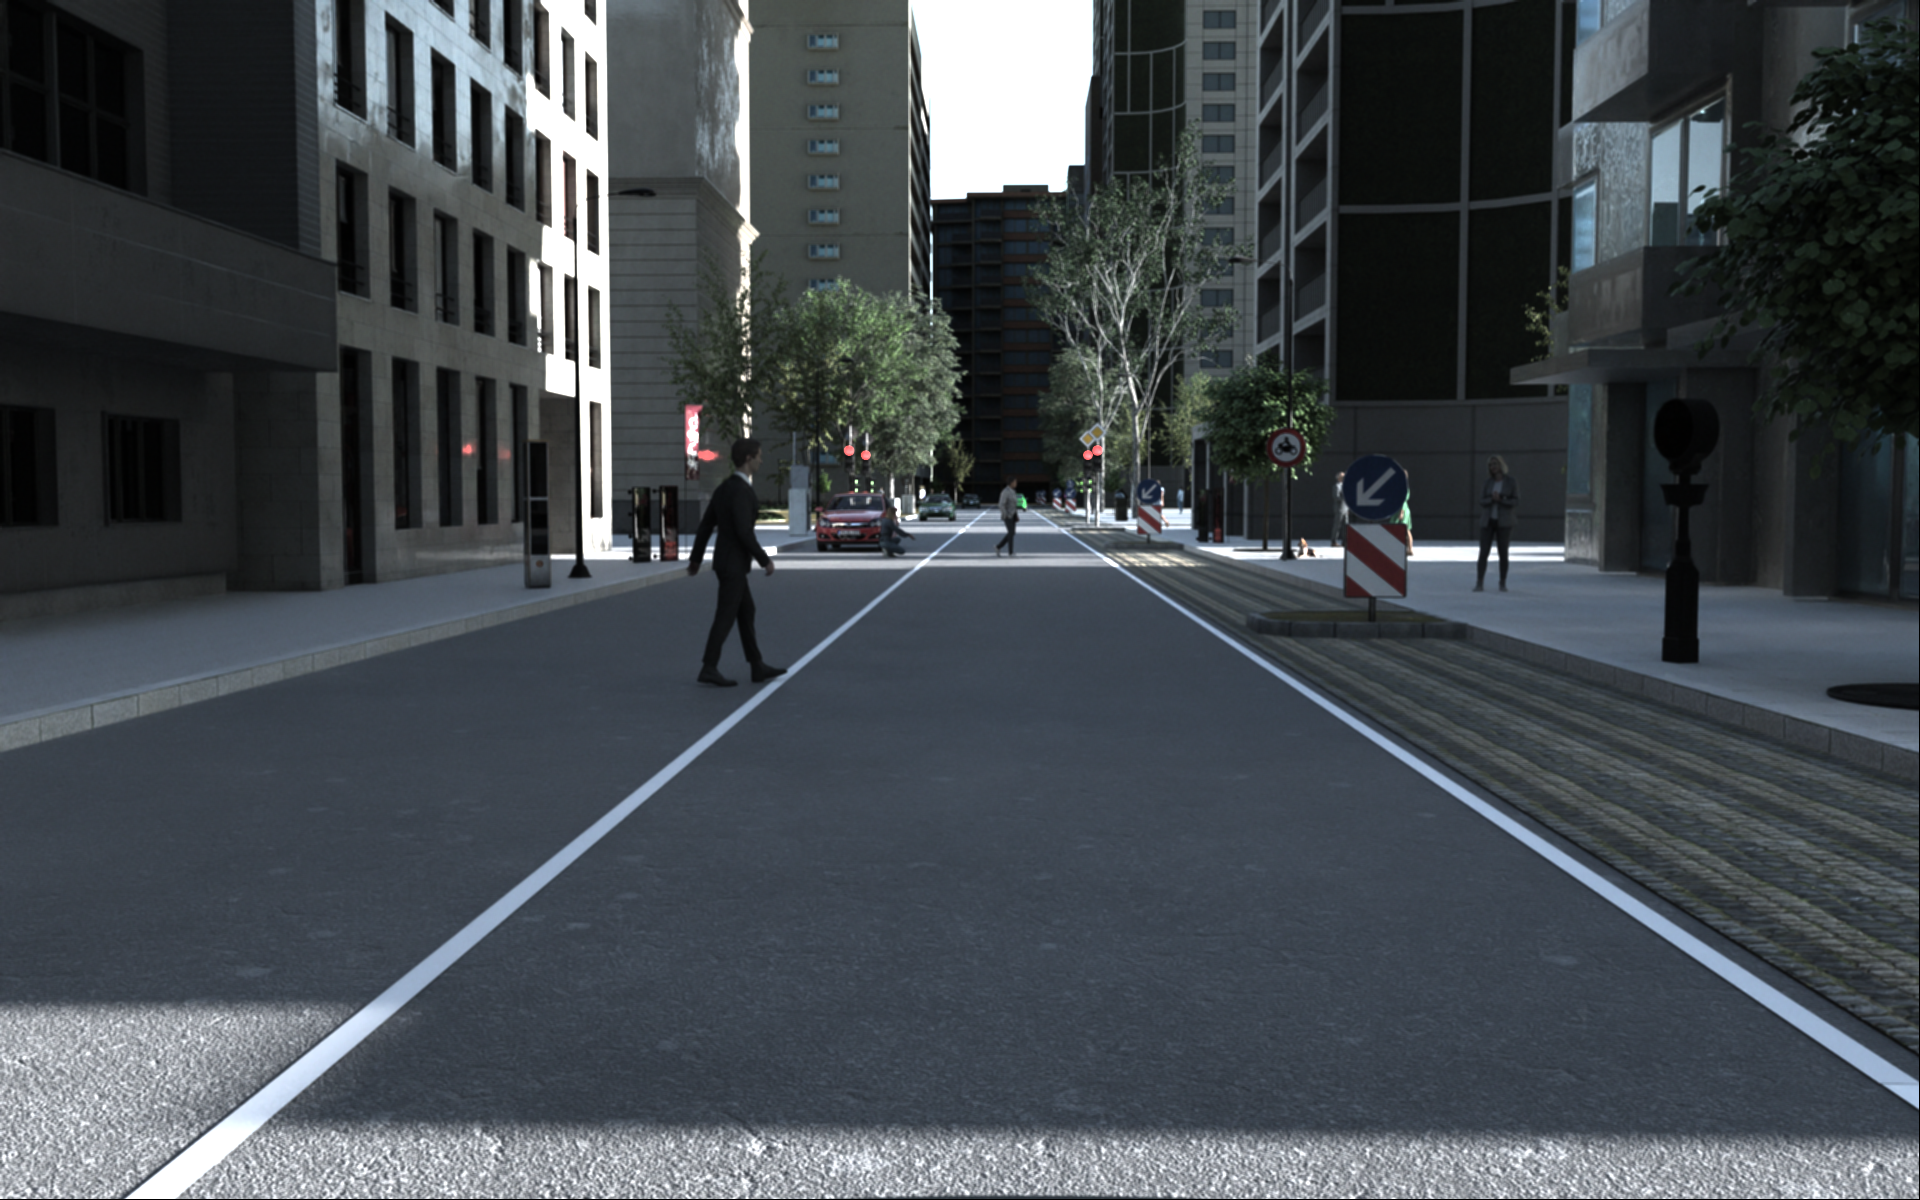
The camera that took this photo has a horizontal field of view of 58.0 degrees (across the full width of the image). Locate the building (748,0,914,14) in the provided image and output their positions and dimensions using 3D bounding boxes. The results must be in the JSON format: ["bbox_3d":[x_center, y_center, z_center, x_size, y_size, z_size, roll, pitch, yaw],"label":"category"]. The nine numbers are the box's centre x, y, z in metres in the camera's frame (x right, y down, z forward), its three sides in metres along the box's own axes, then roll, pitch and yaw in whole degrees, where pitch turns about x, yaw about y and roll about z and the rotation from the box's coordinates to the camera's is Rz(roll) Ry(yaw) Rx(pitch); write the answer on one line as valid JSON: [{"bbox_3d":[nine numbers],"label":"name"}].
[{"bbox_3d":[-14.769,-32.930,162.107,21.300,48.544,21.600,0,4,2],"label":"building"}]

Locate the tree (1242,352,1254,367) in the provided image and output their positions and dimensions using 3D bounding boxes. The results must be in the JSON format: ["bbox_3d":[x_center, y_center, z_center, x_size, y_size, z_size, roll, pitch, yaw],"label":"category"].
[{"bbox_3d":[14.352,-7.781,77.576,4.360,8.622,3.978,0,3,0],"label":"tree"}]

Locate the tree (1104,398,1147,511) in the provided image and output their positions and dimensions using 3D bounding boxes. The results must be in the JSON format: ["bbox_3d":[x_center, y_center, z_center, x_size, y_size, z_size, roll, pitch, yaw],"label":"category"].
[{"bbox_3d":[13.072,-11.112,132.036,4.737,8.622,4.395,0,3,0],"label":"tree"}]

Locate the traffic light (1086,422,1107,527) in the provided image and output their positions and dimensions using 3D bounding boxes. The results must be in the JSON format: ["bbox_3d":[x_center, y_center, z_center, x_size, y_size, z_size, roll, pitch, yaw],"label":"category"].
[{"bbox_3d":[5.348,-4.827,67.843,0.839,4.253,0.868,0,4,2],"label":"traffic light"}]

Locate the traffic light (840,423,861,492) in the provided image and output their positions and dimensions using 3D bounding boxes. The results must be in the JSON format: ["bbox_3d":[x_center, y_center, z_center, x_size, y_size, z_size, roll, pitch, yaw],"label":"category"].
[{"bbox_3d":[-4.310,-4.842,68.089,0.839,4.253,0.868,0,4,2],"label":"traffic light"}]

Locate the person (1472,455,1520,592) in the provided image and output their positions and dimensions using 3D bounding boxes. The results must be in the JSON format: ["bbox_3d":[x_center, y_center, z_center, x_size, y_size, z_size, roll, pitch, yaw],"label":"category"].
[{"bbox_3d":[7.071,-1.012,22.769,0.537,1.800,0.526,3,4,38],"label":"person"}]

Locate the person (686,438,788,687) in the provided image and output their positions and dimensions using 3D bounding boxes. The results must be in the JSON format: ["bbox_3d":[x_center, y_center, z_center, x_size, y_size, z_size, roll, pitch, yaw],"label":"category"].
[{"bbox_3d":[-1.627,-0.289,13.009,0.755,1.850,0.659,-2,4,-24],"label":"person"}]

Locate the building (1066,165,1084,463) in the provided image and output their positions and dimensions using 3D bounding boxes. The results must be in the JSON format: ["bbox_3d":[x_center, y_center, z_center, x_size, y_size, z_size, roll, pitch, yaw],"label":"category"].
[{"bbox_3d":[20.299,-32.644,217.322,14.154,41.232,14.086,0,4,2],"label":"building"}]

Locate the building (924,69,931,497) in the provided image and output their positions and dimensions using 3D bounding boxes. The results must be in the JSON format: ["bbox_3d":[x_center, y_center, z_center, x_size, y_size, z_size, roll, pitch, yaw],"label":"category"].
[{"bbox_3d":[-14.197,-34.248,183.659,21.300,48.544,21.600,0,4,2],"label":"building"}]

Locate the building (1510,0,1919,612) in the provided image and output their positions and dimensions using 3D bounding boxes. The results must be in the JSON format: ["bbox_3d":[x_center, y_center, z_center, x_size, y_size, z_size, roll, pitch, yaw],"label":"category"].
[{"bbox_3d":[20.419,-24.349,17.720,23.786,49.044,30.456,0,4,2],"label":"building"}]

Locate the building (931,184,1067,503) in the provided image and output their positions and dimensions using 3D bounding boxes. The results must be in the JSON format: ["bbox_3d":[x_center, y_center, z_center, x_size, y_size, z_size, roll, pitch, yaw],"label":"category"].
[{"bbox_3d":[8.614,-36.257,247.433,28.867,44.769,22.147,0,4,2],"label":"building"}]

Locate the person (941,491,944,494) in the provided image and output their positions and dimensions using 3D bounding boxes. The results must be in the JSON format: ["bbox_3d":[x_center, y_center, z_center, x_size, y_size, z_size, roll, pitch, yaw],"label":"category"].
[{"bbox_3d":[-2.121,-13.437,225.607,0.709,1.838,0.599,-3,4,-37],"label":"person"}]

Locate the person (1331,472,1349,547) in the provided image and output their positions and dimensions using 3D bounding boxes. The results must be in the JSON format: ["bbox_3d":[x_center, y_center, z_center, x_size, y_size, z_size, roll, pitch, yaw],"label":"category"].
[{"bbox_3d":[9.252,-2.173,41.749,0.590,1.801,0.661,2,4,30],"label":"person"}]

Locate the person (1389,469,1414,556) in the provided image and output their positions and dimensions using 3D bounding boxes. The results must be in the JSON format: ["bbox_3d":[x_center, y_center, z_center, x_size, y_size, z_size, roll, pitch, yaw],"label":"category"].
[{"bbox_3d":[9.177,-1.813,35.930,0.529,1.795,0.600,0,4,-2],"label":"person"}]

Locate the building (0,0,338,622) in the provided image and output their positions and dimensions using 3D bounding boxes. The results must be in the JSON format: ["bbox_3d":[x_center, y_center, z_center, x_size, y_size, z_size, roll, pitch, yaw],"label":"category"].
[{"bbox_3d":[-15.206,-11.487,6.880,14.314,24.678,30.058,0,4,2],"label":"building"}]

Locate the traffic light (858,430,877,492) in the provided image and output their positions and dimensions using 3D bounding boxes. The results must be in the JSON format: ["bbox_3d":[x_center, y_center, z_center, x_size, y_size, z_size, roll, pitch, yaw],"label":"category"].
[{"bbox_3d":[-4.092,-5.330,76.071,0.839,4.253,0.868,0,4,2],"label":"traffic light"}]

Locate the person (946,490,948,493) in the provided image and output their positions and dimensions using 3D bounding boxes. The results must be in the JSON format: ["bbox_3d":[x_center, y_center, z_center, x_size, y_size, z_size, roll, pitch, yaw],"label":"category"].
[{"bbox_3d":[-1.691,-12.638,213.388,0.721,1.735,1.217,3,4,36],"label":"person"}]

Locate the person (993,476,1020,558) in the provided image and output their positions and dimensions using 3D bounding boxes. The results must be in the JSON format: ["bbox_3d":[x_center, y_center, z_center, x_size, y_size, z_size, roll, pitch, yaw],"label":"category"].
[{"bbox_3d":[1.045,-1.876,39.014,0.795,1.843,0.661,2,4,31],"label":"person"}]

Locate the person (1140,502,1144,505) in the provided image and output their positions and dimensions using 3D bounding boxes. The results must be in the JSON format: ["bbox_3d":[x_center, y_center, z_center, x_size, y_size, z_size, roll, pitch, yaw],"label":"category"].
[{"bbox_3d":[14.128,-7.714,137.670,1.012,1.151,0.738,-1,4,-10],"label":"person"}]

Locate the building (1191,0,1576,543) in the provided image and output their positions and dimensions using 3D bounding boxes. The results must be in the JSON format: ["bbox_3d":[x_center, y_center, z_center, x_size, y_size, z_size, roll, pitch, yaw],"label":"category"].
[{"bbox_3d":[18.364,-37.451,50.583,20.563,71.187,20.611,0,4,2],"label":"building"}]

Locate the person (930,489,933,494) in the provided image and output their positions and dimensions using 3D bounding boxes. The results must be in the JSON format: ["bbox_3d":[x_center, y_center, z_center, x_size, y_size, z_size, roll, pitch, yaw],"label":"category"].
[{"bbox_3d":[-1.936,-6.421,113.908,0.534,1.772,0.576,1,4,9],"label":"person"}]

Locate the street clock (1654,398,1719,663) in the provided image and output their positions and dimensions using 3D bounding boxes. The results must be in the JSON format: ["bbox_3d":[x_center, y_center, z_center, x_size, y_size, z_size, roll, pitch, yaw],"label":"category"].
[{"bbox_3d":[5.502,-0.526,13.171,0.358,2.002,0.471,-1,4,-15],"label":"street clock"}]

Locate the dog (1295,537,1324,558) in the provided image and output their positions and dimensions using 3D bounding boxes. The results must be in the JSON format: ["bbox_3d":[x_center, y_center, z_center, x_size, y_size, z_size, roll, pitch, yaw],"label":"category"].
[{"bbox_3d":[7.119,-1.070,35.225,0.748,0.427,0.550,0,4,-5],"label":"dog"}]

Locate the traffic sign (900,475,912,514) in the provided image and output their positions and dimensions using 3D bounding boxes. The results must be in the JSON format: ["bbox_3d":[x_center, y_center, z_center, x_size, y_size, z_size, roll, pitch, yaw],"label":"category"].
[{"bbox_3d":[-3.513,-6.908,113.050,0.768,2.556,0.104,0,4,4],"label":"traffic sign"}]

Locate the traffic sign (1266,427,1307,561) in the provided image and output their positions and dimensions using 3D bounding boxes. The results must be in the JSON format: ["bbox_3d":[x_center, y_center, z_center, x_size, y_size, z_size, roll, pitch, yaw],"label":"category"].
[{"bbox_3d":[6.228,-2.021,33.144,0.768,2.556,0.104,0,4,3],"label":"traffic sign"}]

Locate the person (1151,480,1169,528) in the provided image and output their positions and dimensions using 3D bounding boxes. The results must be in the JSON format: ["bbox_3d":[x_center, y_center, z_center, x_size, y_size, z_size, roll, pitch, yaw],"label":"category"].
[{"bbox_3d":[7.523,-3.646,65.745,0.778,1.811,0.616,-1,4,-15],"label":"person"}]

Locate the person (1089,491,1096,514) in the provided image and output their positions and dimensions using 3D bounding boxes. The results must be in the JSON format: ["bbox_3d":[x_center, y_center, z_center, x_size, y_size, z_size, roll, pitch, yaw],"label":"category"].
[{"bbox_3d":[8.322,-6.331,109.836,0.520,1.790,0.573,3,4,36],"label":"person"}]

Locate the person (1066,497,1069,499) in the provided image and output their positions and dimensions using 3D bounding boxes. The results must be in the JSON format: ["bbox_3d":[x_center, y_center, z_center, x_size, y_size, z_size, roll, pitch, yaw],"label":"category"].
[{"bbox_3d":[9.853,-9.314,158.339,0.705,1.822,1.348,1,4,10],"label":"person"}]

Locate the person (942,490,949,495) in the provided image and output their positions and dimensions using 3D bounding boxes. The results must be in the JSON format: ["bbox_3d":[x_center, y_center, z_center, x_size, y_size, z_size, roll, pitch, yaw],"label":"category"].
[{"bbox_3d":[-1.715,-11.499,194.132,1.350,1.814,0.705,-1,4,-19],"label":"person"}]

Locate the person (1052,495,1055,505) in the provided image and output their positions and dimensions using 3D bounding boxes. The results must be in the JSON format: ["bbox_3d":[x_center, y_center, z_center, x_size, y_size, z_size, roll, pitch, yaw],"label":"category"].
[{"bbox_3d":[11.201,-12.256,206.389,0.705,1.831,1.348,-1,4,-11],"label":"person"}]

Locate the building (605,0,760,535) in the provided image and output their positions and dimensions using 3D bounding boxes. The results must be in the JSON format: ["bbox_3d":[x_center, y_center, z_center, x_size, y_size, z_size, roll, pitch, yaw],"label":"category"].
[{"bbox_3d":[-20.166,-16.075,60.084,25.104,27.353,12.463,0,4,2],"label":"building"}]

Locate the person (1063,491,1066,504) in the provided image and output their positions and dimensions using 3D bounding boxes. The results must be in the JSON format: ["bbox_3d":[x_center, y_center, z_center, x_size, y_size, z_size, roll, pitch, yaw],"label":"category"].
[{"bbox_3d":[13.692,-13.462,226.837,1.217,1.739,0.721,-1,4,-11],"label":"person"}]

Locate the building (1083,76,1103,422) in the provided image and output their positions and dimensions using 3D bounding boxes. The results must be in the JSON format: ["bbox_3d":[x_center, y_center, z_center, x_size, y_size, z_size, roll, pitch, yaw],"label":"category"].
[{"bbox_3d":[20.260,-32.555,182.388,14.600,45.320,14.200,0,4,2],"label":"building"}]

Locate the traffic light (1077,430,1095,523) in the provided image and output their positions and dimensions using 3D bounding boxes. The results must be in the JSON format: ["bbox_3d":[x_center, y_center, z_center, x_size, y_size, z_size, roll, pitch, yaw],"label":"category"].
[{"bbox_3d":[5.566,-5.315,75.825,0.839,4.253,0.868,0,4,2],"label":"traffic light"}]

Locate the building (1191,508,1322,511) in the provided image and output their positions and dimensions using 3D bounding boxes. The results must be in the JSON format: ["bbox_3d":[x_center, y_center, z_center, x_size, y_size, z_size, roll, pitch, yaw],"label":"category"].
[{"bbox_3d":[22.082,-44.358,163.507,20.563,71.187,20.611,0,4,2],"label":"building"}]

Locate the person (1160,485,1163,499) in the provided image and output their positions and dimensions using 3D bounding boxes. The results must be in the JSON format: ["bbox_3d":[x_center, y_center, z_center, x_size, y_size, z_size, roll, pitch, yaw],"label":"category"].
[{"bbox_3d":[9.957,-4.954,87.385,0.599,1.781,0.374,0,4,0],"label":"person"}]

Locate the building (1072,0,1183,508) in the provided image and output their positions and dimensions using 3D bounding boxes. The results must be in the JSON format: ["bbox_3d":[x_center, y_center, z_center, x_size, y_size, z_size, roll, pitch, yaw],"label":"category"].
[{"bbox_3d":[23.612,-46.522,198.887,20.563,71.187,20.611,0,4,2],"label":"building"}]

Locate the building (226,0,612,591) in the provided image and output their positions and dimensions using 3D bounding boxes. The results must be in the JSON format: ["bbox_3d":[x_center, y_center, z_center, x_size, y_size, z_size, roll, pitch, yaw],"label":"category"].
[{"bbox_3d":[-13.367,-10.762,30.710,10.420,20.320,16.860,0,4,2],"label":"building"}]

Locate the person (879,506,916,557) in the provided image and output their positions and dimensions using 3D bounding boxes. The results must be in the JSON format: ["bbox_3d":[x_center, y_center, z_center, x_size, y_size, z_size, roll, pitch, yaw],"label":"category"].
[{"bbox_3d":[-1.519,-1.555,39.428,0.738,1.151,1.012,-1,4,-20],"label":"person"}]

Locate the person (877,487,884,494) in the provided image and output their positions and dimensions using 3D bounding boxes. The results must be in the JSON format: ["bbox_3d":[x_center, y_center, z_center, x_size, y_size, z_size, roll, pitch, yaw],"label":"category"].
[{"bbox_3d":[-6.281,-7.983,136.681,0.709,1.813,0.853,1,4,18],"label":"person"}]

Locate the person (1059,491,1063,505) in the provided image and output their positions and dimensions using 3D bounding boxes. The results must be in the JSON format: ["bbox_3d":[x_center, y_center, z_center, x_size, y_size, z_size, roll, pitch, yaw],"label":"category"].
[{"bbox_3d":[11.467,-11.593,196.499,0.541,1.710,0.530,-1,4,-22],"label":"person"}]

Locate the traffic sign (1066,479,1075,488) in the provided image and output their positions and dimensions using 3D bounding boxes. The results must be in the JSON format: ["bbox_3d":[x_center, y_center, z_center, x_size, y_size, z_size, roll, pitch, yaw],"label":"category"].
[{"bbox_3d":[9.623,-9.225,150.939,0.768,2.556,0.104,1,4,10],"label":"traffic sign"}]

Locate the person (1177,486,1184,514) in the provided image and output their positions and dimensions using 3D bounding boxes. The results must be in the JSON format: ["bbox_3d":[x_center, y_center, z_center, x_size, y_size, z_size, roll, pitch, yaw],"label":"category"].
[{"bbox_3d":[14.061,-6.362,110.328,0.793,1.790,0.793,0,4,5],"label":"person"}]
